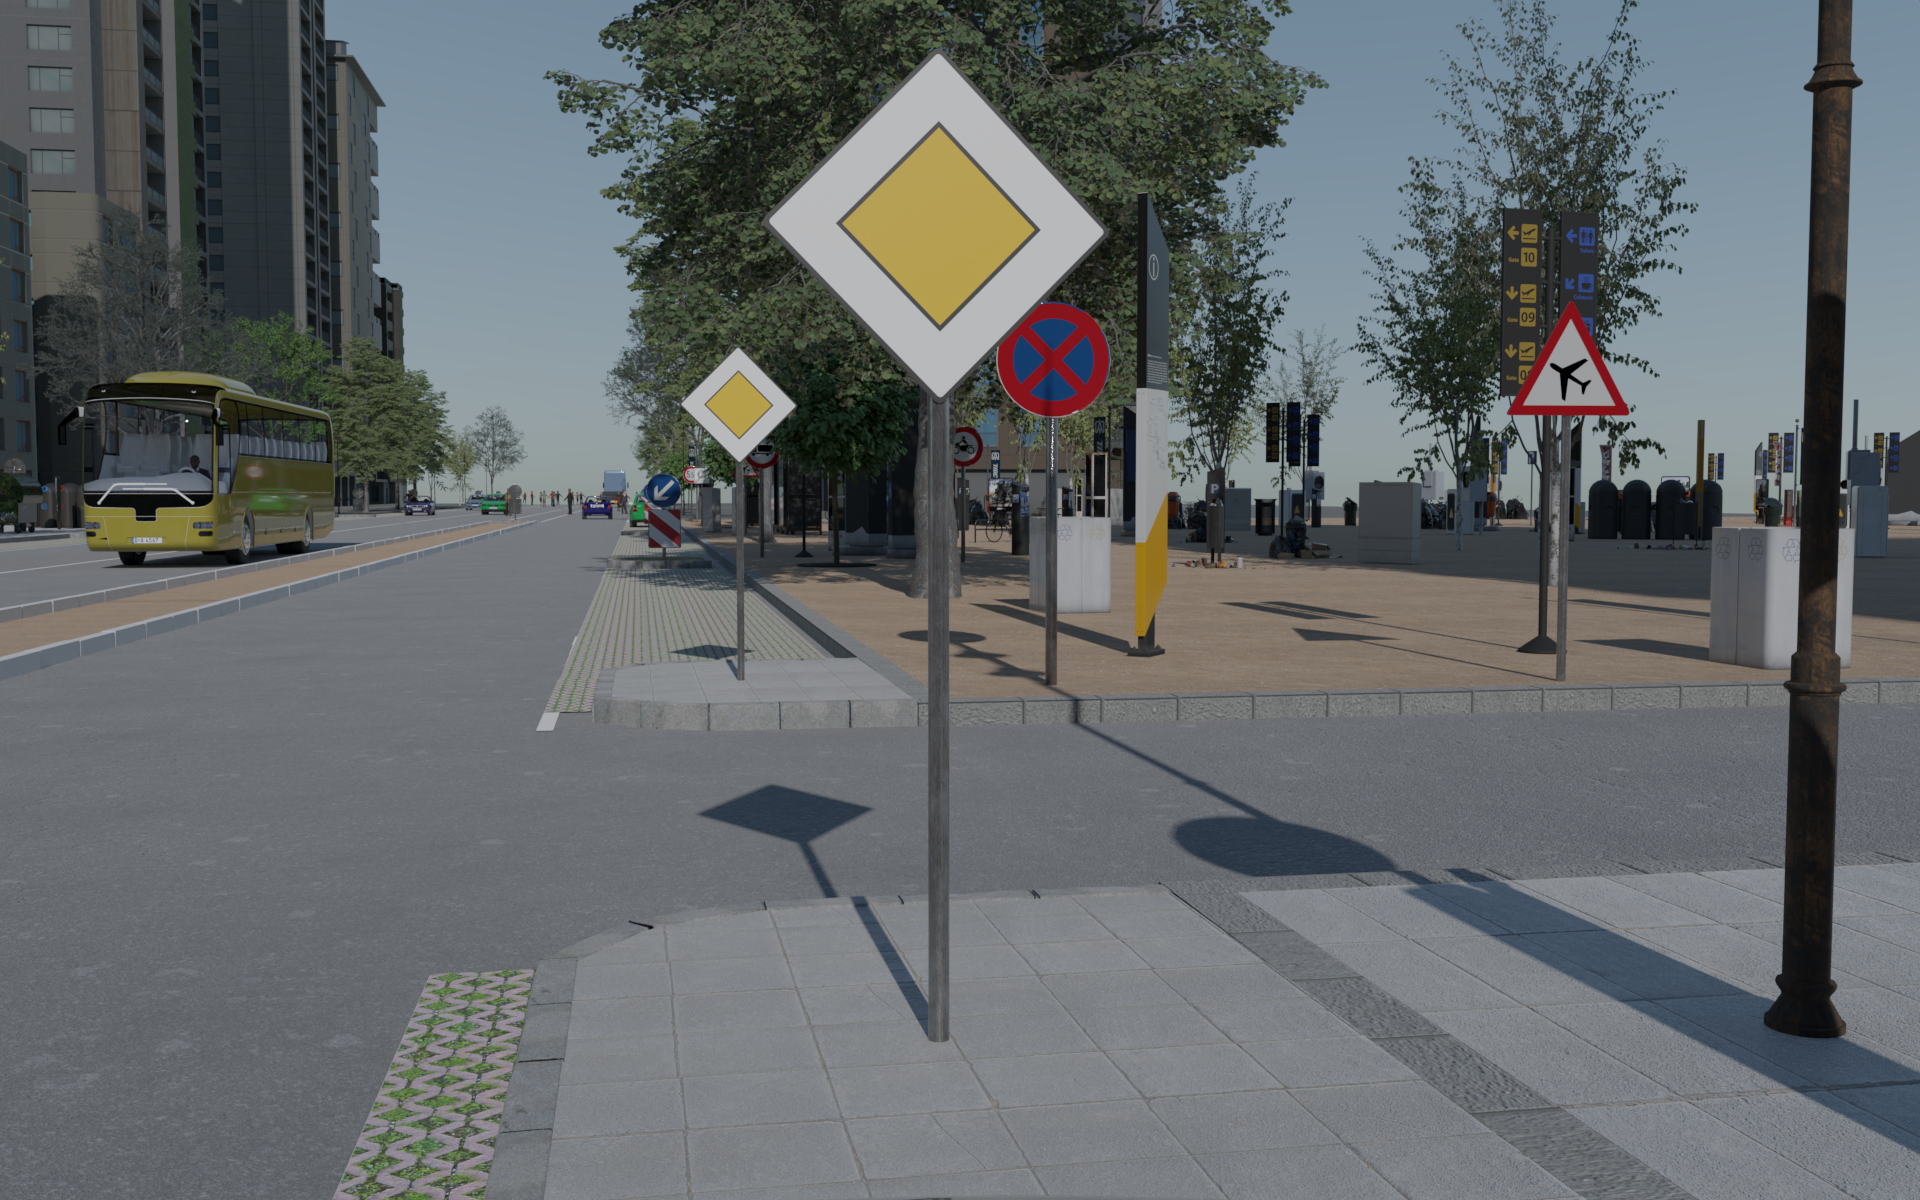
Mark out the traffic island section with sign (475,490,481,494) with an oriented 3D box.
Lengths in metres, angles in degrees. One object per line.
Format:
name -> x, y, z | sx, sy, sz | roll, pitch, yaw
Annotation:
traffic island section with sign -> -52.158, -10.949, 187.637 | 1.989, 1.847, 2.006 | -1, 4, -10

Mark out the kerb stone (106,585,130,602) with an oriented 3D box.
kerb stone -> -11.418, -0.068, 23.304 | 0.120, 0.150, 1.000 | -1, 4, -10

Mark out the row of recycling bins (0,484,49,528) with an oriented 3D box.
row of recycling bins -> -39.101, -3.923, 71.254 | 3.534, 1.692, 1.069 | 2, 4, 33

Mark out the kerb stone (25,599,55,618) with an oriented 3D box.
kerb stone -> -10.867, 0.119, 20.284 | 0.120, 0.150, 1.000 | -1, 4, -10

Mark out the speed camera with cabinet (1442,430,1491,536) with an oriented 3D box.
speed camera with cabinet -> 15.836, -3.658, 54.149 | 0.660, 3.252, 2.038 | 0, 4, -3

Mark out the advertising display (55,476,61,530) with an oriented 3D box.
advertising display -> -32.745, -3.528, 62.892 | 0.123, 1.923, 0.974 | -2, 4, -31

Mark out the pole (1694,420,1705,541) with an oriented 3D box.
pole -> 20.335, -3.288, 47.608 | 0.158, 3.312, 0.155 | 0, 3, 0

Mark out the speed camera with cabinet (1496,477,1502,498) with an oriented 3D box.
speed camera with cabinet -> 28.252, -5.967, 91.894 | 0.660, 3.252, 2.038 | 2, 4, 30

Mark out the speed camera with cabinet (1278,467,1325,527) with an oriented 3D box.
speed camera with cabinet -> 13.322, -4.474, 67.479 | 2.038, 3.252, 0.660 | -3, 4, -37

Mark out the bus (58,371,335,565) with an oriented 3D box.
bus -> -16.318, -2.863, 38.365 | 2.896, 3.916, 12.252 | -1, 4, -10

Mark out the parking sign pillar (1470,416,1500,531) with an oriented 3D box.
parking sign pillar -> 18.051, -4.390, 60.242 | 1.447, 3.967, 1.447 | 0, 4, 8

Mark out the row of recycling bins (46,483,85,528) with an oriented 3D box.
row of recycling bins -> -34.302, -3.783, 68.967 | 1.069, 1.692, 3.534 | 2, 4, 25

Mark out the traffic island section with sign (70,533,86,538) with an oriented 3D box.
traffic island section with sign -> -27.888, -2.950, 56.865 | 1.989, 1.847, 2.006 | -1, 4, -10

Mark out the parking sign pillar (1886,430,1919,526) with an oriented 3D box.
parking sign pillar -> 38.396, -5.014, 70.453 | 1.447, 3.967, 1.447 | 1, 4, 17

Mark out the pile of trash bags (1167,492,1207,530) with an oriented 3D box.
pile of trash bags -> 8.208, -3.289, 63.522 | 1.912, 1.369, 3.447 | 1, 4, 22

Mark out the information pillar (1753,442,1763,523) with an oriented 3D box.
information pillar -> 35.788, -5.280, 77.676 | 0.504, 3.616, 0.183 | -2, 4, -35

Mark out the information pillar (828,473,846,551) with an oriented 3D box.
information pillar -> -2.769, -2.110, 38.986 | 0.304, 2.012, 0.304 | -3, 5, -41

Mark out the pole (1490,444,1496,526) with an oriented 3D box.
pole -> 21.629, -4.673, 70.250 | 0.158, 3.312, 0.155 | 0, 3, 0

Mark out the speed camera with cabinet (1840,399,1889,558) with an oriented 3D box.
speed camera with cabinet -> 18.636, -2.521, 35.551 | 0.660, 3.252, 2.038 | 1, 4, 21

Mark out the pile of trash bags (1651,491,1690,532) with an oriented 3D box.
pile of trash bags -> 23.501, -3.004, 58.863 | 1.912, 1.369, 3.447 | -2, 4, -31

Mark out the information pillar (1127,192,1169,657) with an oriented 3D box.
information pillar -> 1.521, -1.369, 13.744 | 0.183, 3.616, 0.504 | 2, 4, 28

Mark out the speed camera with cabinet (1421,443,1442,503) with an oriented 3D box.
speed camera with cabinet -> 18.813, -4.431, 66.777 | 0.660, 3.252, 2.038 | -3, 5, -39

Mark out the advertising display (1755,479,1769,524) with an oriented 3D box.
advertising display -> 34.095, -4.185, 73.640 | 0.123, 1.923, 0.974 | 0, 4, 0

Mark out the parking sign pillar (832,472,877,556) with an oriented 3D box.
parking sign pillar -> -1.990, -2.940, 36.548 | 1.447, 3.967, 1.447 | -2, 4, -26

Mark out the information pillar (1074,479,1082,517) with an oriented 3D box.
information pillar -> 5.601, -4.738, 81.964 | 0.304, 2.012, 0.304 | -1, 4, -14

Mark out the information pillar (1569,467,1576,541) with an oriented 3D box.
information pillar -> 16.471, -2.597, 46.949 | 0.304, 2.012, 0.304 | 0, 4, -7

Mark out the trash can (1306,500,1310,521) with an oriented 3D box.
trash can -> 16.129, -4.262, 81.330 | 0.748, 1.137, 0.748 | 0, 3, 0

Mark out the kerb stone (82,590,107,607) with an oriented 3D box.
kerb stone -> -11.234, -0.004, 22.299 | 0.120, 0.150, 1.000 | -1, 4, -10

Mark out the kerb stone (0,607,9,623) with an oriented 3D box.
kerb stone -> -10.680, 0.178, 19.278 | 0.120, 0.150, 1.000 | -1, 4, -10

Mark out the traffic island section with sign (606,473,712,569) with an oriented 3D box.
traffic island section with sign -> -5.908, -1.545, 33.890 | 1.989, 1.847, 2.006 | -1, 4, -10

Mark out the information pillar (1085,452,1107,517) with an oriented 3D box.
information pillar -> 2.410, -1.606, 30.745 | 0.304, 2.012, 0.304 | -1, 4, -22

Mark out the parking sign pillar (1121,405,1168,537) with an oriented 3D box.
parking sign pillar -> 5.596, -3.913, 52.443 | 1.447, 3.967, 1.447 | 0, 4, 0

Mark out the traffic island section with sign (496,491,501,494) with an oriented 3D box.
traffic island section with sign -> -57.205, -12.608, 214.773 | 1.989, 1.847, 2.006 | -1, 4, -10

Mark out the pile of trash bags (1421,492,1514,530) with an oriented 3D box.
pile of trash bags -> 18.012, -3.264, 63.125 | 1.912, 1.369, 3.447 | -3, 5, -43

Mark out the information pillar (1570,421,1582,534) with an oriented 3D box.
information pillar -> 19.585, -3.907, 55.227 | 0.183, 3.616, 0.504 | -3, 5, -45

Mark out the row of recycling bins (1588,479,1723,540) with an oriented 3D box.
row of recycling bins -> 19.645, -2.561, 48.986 | 3.534, 1.692, 1.069 | 1, 4, 18

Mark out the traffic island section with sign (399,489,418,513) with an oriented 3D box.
traffic island section with sign -> -42.134, -7.644, 133.609 | 1.989, 1.847, 2.006 | -1, 4, -10

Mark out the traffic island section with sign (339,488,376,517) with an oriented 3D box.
traffic island section with sign -> -37.203, -6.019, 107.039 | 1.989, 1.847, 2.006 | -1, 4, -10

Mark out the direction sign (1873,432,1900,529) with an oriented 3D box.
direction sign -> 33.958, -4.377, 63.554 | 0.379, 3.537, 0.876 | -3, 5, -44

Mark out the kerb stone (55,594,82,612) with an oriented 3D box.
kerb stone -> -11.048, 0.056, 21.294 | 0.120, 0.150, 1.000 | -1, 4, -10

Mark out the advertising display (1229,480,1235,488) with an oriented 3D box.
advertising display -> 12.502, -4.557, 79.725 | 0.123, 1.923, 0.974 | 0, 4, -1

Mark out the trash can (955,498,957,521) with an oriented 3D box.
trash can -> -0.315, -3.440, 67.893 | 0.748, 1.137, 0.748 | 0, 3, 0

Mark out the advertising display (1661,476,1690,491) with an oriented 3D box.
advertising display -> 25.581, -3.471, 61.963 | 0.974, 1.923, 0.123 | 2, 4, 24

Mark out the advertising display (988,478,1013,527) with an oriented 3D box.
advertising display -> 1.602, -3.830, 67.840 | 0.974, 1.923, 0.123 | 0, 3, 0

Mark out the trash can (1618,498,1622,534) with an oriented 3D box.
trash can -> 21.486, -2.696, 55.739 | 0.748, 1.137, 0.748 | 0, 3, 0

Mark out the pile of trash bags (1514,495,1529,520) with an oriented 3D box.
pile of trash bags -> 28.351, -4.769, 87.719 | 3.447, 1.369, 1.912 | 1, 4, 13

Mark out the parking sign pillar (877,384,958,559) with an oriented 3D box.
parking sign pillar -> -0.771, -2.830, 34.746 | 1.447, 3.967, 1.447 | -1, 4, -13

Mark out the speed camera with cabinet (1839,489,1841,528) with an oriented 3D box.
speed camera with cabinet -> 30.009, -3.919, 58.407 | 2.038, 3.252, 0.660 | 0, 4, -8

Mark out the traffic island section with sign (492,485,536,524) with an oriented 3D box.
traffic island section with sign -> -21.697, -4.657, 84.278 | 2.006, 1.907, 1.989 | -1, 4, -10

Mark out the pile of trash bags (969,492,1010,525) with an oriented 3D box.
pile of trash bags -> 1.222, -3.907, 73.638 | 1.912, 1.369, 3.447 | 0, 4, 3

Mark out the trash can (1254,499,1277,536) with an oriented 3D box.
trash can -> 9.403, -2.550, 53.348 | 0.748, 1.137, 0.748 | 0, 3, 0
